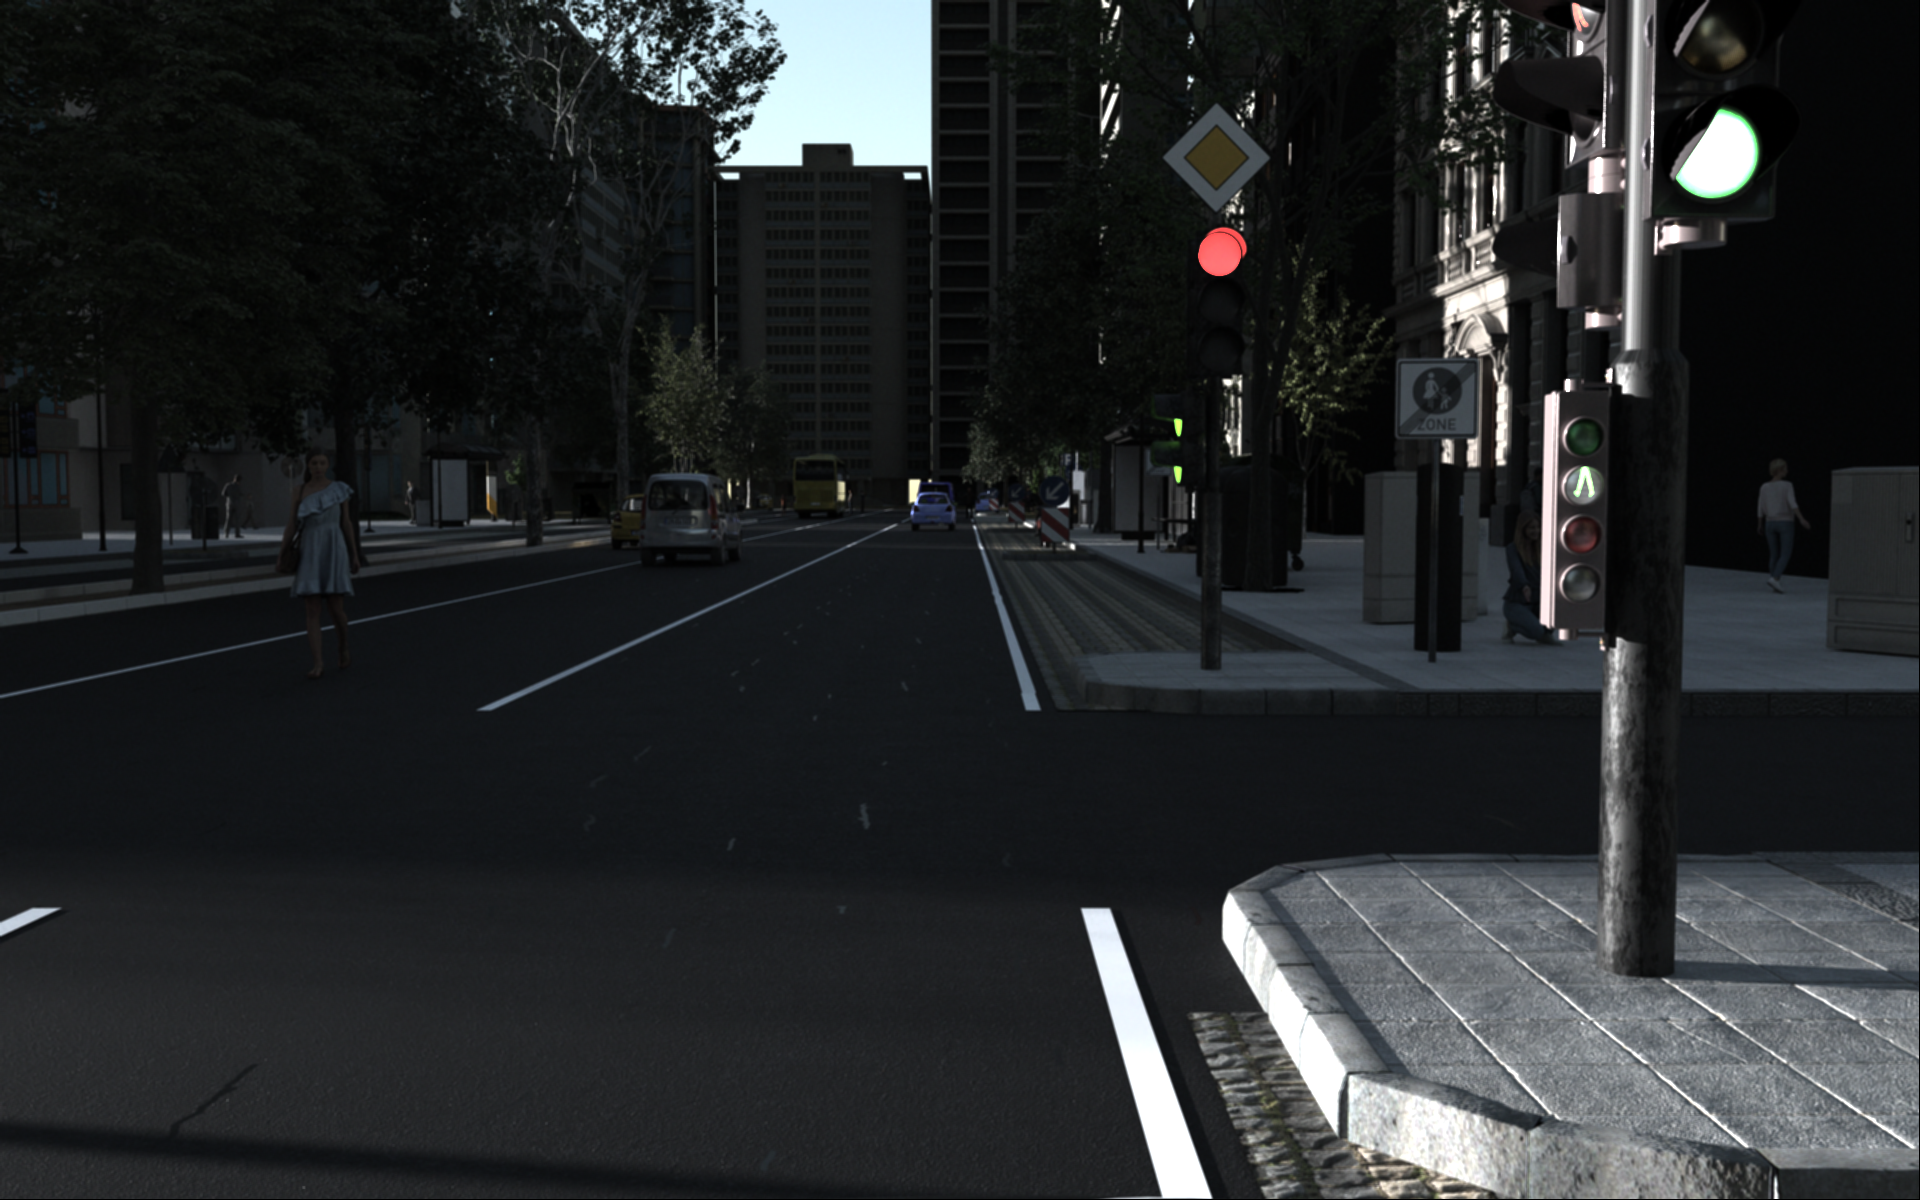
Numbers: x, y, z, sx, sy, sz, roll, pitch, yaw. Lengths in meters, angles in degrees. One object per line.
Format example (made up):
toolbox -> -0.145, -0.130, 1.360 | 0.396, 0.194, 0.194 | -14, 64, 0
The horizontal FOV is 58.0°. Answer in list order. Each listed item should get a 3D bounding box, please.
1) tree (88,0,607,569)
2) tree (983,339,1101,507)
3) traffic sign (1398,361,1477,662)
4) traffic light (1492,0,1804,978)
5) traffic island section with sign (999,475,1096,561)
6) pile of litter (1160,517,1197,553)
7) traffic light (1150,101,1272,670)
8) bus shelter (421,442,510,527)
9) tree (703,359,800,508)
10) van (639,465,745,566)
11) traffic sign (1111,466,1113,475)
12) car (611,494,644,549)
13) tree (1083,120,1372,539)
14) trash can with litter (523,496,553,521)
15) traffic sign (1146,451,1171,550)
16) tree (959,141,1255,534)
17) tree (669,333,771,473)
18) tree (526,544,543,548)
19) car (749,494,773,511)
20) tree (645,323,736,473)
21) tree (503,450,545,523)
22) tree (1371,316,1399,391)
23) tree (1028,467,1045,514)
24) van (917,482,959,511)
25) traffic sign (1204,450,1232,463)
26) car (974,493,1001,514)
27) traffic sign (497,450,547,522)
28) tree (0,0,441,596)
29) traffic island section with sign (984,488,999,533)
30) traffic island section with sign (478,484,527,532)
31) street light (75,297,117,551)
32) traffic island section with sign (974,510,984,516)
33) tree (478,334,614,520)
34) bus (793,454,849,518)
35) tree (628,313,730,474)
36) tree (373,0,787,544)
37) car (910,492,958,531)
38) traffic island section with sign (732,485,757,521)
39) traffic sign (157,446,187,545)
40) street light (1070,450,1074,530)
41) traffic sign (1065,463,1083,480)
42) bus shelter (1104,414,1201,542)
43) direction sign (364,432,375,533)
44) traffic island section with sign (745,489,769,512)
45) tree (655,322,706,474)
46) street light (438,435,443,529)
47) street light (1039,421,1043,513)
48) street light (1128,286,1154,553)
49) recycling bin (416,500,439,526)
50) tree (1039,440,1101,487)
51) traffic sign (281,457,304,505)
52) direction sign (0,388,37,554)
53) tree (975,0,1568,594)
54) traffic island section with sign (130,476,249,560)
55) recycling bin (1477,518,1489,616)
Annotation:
tree -> -11.394, -6.880, 31.953 | 9.611, 12.733, 9.660 | 0, 3, 0
tree -> 4.968, -9.902, 96.302 | 7.601, 10.594, 8.767 | 1, 4, 17
traffic sign -> 3.600, -0.673, 13.141 | 0.606, 2.300, 0.079 | 0, 4, 8
traffic light -> -0.290, -1.822, 4.461 | 4.771, 5.953, 1.251 | 0, 4, 0
traffic island section with sign -> 1.916, -1.781, 37.752 | 1.989, 1.847, 2.006 | 0, 4, 0
pile of litter -> 5.262, -1.459, 37.816 | 1.719, 0.858, 1.176 | 2, 4, 33
traffic light -> 1.821, -1.447, 12.583 | 0.839, 4.253, 0.868 | 0, 4, 0
bus shelter -> -19.860, -4.645, 69.866 | 2.014, 3.302, 5.546 | 0, 4, 0
tree -> -19.884, -15.674, 162.922 | 9.857, 13.997, 8.962 | 0, 3, 0
van -> -5.538, -1.770, 35.949 | 2.013, 2.044, 4.112 | 0, 3, 0
traffic sign -> 6.100, -4.083, 66.485 | 0.795, 2.593, 0.064 | 0, 4, 4
car -> -8.219, -2.212, 46.386 | 2.015, 1.641, 3.980 | 0, 4, -1
tree -> 4.611, -5.061, 33.106 | 4.737, 8.622, 4.395 | 0, 3, 0
trash can with litter -> -20.545, -4.399, 82.981 | 2.233, 1.210, 1.678 | -1, 4, -22
traffic sign -> 4.568, -2.307, 39.853 | 0.606, 2.300, 0.079 | 1, 4, 10
tree -> 4.766, -8.513, 56.190 | 9.611, 12.733, 9.660 | 0, 3, 0
tree -> -19.969, -13.600, 132.725 | 12.009, 13.543, 11.850 | 0, 3, 0
tree -> -12.375, -11.459, 45.694 | 12.611, 20.169, 13.585 | 0, 3, 0
car -> -16.971, -8.450, 148.386 | 2.015, 1.641, 3.980 | 0, 4, -1
tree -> -11.613, -7.392, 73.680 | 4.360, 8.622, 3.978 | 0, 3, 0
tree -> -19.317, -4.984, 76.096 | 1.663, 3.219, 1.824 | 0, 3, 0
tree -> 9.780, -6.001, 48.476 | 4.737, 8.622, 4.395 | 0, 3, 0
tree -> 5.102, -7.273, 113.508 | 1.663, 3.219, 1.824 | 0, 3, 0
van -> -1.231, -5.347, 91.808 | 2.240, 2.365, 5.245 | 0, 4, 1
traffic sign -> 6.145, -2.556, 41.531 | 0.795, 2.593, 0.064 | 0, 4, 2
car -> 1.937, -6.927, 122.844 | 1.945, 1.707, 3.694 | 0, 4, 1
traffic sign -> -20.115, -5.238, 79.508 | 2.265, 3.308, 0.079 | 0, 4, 2
tree -> -10.998, -6.281, 23.281 | 7.486, 12.596, 7.792 | 0, 3, 0
traffic island section with sign -> 1.983, -3.430, 64.707 | 1.989, 1.847, 2.006 | 0, 4, 0
traffic island section with sign -> -16.947, -3.473, 65.407 | 1.989, 1.847, 2.006 | 0, 4, 0
street light -> -19.371, -4.048, 38.972 | 0.468, 5.910, 1.993 | 0, 4, 0
traffic island section with sign -> 2.109, -6.472, 114.451 | 1.989, 1.847, 2.006 | 0, 4, 0
tree -> -20.776, -9.327, 86.902 | 7.601, 10.594, 8.767 | 2, 4, 27
bus -> -8.455, -6.972, 105.534 | 2.896, 3.916, 12.252 | 0, 4, -1
tree -> -11.071, -7.076, 68.516 | 4.737, 8.622, 4.395 | 0, 3, 0
tree -> -12.507, -12.235, 58.382 | 12.611, 20.169, 13.585 | 0, 3, 0
car -> -1.042, -3.634, 69.011 | 1.945, 1.707, 3.694 | 0, 4, 1
traffic island section with sign -> -11.266, -4.856, 87.526 | 2.006, 1.907, 1.989 | 0, 4, 0
traffic sign -> -19.851, -2.661, 43.517 | 0.884, 2.594, 0.081 | 0, 4, 6
street light -> 4.033, -5.490, 62.547 | 0.468, 5.910, 1.993 | 0, 4, 0
traffic sign -> 4.634, -4.297, 70.357 | 0.768, 2.556, 0.104 | 1, 4, 9
bus shelter -> 5.010, -3.154, 45.487 | 2.014, 3.302, 5.546 | 0, 3, 0
direction sign -> -19.754, -4.026, 57.822 | 0.379, 3.537, 0.876 | 0, 4, -7
traffic island section with sign -> -16.749, -8.178, 142.331 | 1.989, 1.847, 2.006 | 0, 4, 0
tree -> -19.559, -11.227, 100.575 | 9.611, 12.733, 9.660 | 0, 3, 0
street light -> -19.285, -5.585, 64.103 | 0.468, 5.910, 1.993 | 0, 4, 0
street light -> 4.027, -7.008, 87.373 | 0.468, 5.910, 1.993 | 0, 4, 0
street light -> 3.944, -3.963, 37.581 | 0.468, 5.910, 1.993 | 0, 4, 0
recycling bin -> -21.600, -3.530, 70.272 | 0.722, 1.027, 0.722 | 0, 4, 4
tree -> 5.305, -5.955, 81.081 | 4.285, 4.588, 4.351 | 0, 3, 0
traffic sign -> -21.670, -3.431, 56.197 | 0.768, 2.556, 0.104 | 0, 4, 5
direction sign -> -20.365, -2.774, 37.358 | 0.379, 3.537, 0.876 | 3, 5, 42
tree -> 4.110, -5.916, 22.478 | 9.928, 11.665, 9.643 | 0, 3, 0
traffic island section with sign -> -16.997, -1.824, 38.452 | 1.989, 1.847, 2.006 | 0, 4, 0
recycling bin -> 5.126, -0.361, 18.460 | 0.722, 1.027, 0.722 | -2, 4, -30
